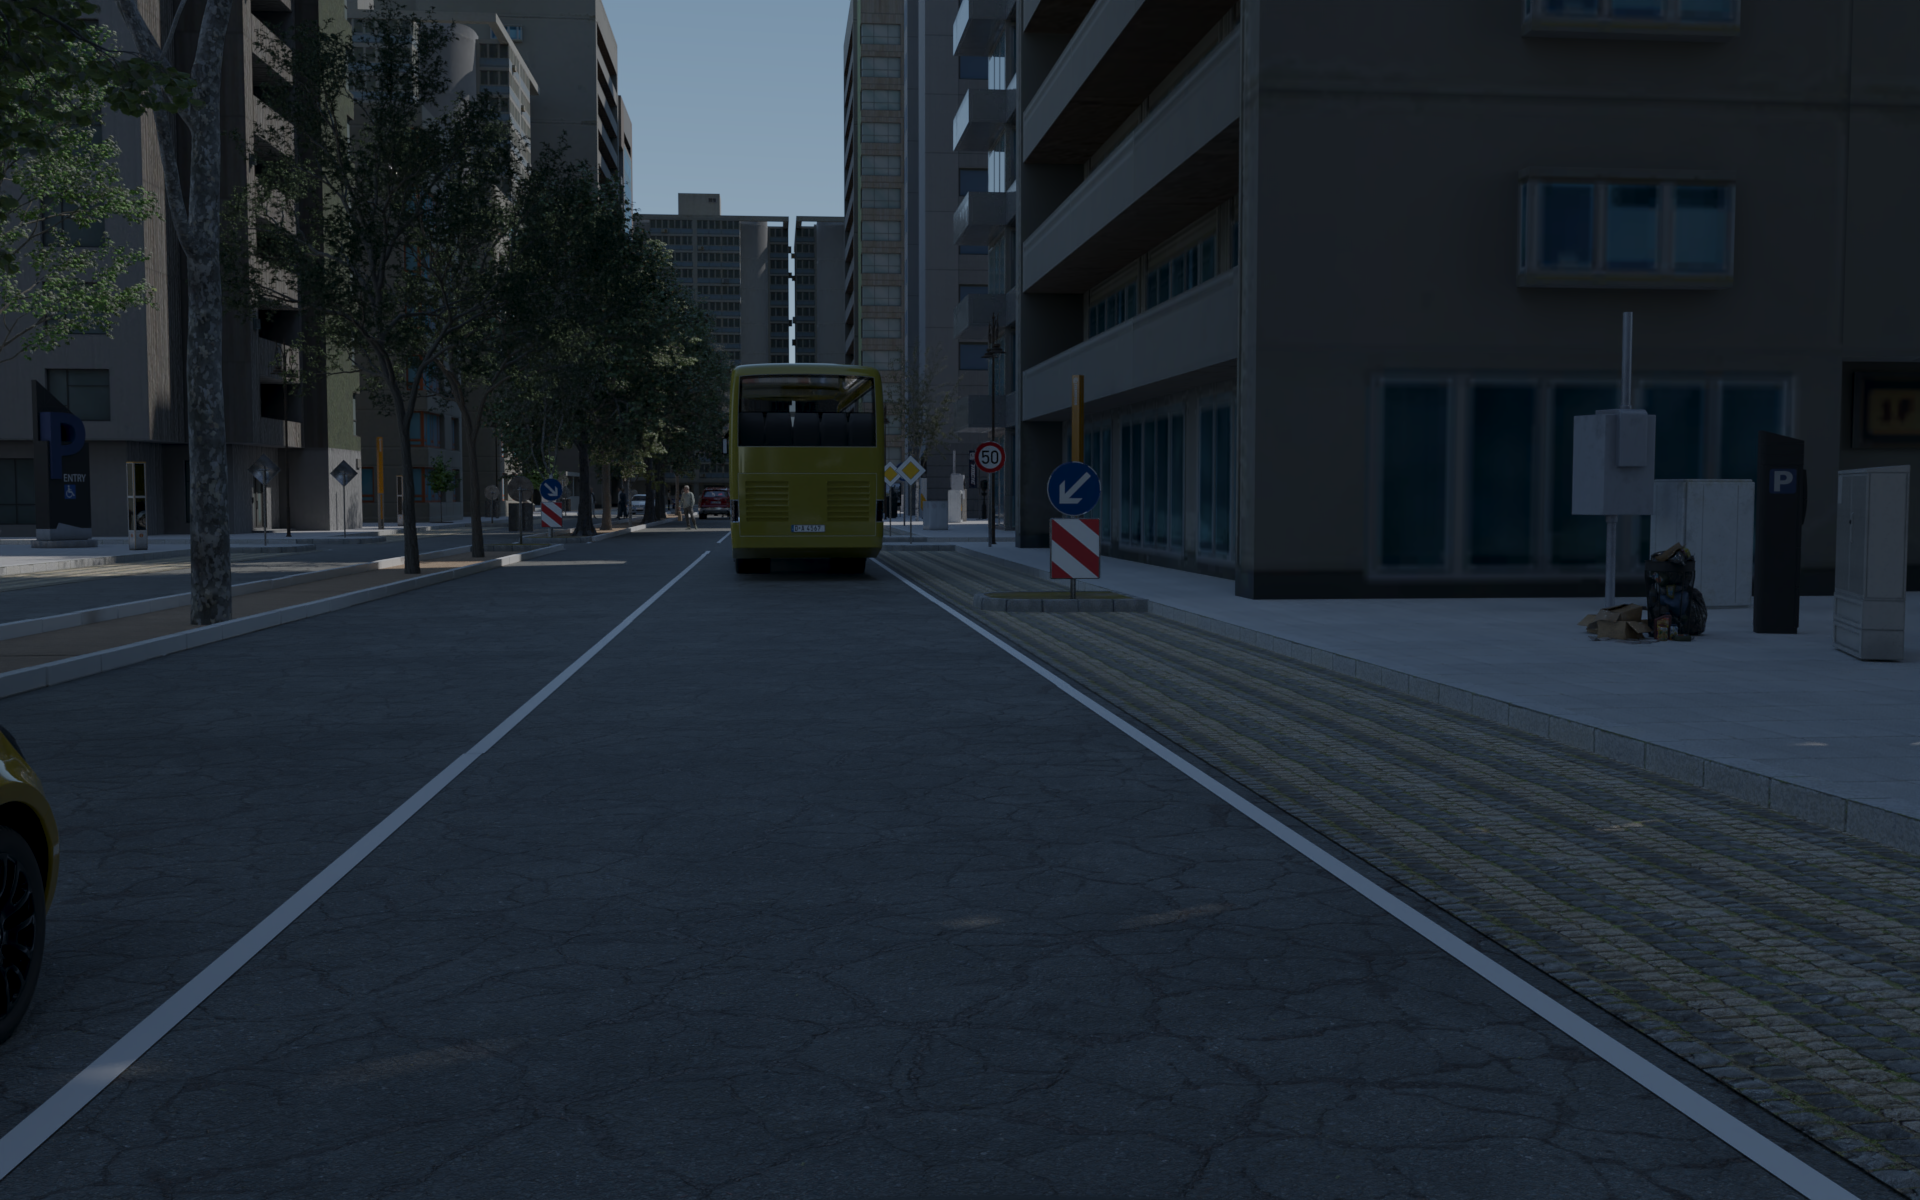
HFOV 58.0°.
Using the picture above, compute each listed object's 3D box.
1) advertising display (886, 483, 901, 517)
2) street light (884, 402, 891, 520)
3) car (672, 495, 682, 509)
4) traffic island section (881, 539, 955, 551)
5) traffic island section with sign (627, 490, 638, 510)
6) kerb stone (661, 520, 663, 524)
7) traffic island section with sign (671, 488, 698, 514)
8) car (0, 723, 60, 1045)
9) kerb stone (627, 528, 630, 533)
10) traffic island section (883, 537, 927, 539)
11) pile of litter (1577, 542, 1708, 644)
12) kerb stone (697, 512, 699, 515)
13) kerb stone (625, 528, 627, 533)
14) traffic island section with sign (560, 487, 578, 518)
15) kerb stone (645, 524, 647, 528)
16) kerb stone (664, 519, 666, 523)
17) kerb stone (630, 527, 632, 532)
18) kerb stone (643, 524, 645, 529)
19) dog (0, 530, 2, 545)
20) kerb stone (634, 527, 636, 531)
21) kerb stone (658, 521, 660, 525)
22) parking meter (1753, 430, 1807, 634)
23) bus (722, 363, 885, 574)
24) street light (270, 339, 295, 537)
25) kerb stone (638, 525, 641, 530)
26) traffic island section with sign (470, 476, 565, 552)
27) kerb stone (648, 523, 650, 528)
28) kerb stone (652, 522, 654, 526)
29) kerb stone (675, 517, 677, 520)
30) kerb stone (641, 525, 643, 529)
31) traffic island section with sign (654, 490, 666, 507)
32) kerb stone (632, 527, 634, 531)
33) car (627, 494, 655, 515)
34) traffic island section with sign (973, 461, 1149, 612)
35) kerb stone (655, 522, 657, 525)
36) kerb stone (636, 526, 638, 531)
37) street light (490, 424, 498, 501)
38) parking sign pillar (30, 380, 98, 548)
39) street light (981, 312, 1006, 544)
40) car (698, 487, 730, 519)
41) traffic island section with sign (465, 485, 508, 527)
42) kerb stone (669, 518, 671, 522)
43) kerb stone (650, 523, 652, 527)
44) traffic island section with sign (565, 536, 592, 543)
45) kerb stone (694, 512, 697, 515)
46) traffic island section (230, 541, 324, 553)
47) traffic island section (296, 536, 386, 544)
[{"bbox_3d":[-3.765,-5.654,97.653,0.974,1.923,0.123,1,4,23],"label":"advertising display"},{"bbox_3d":[-3.736,-6.962,86.617,0.468,5.910,1.993,0,4,-6],"label":"street light"},{"bbox_3d":[-26.938,-9.508,168.040,1.945,1.354,3.894,0,4,-4],"label":"car"},{"bbox_3d":[-1.246,-1.369,44.656,2.009,0.180,2.903,0,4,-6],"label":"traffic island section"},{"bbox_3d":[-28.578,-8.776,152.120,1.989,1.847,2.006,0,4,-6],"label":"traffic island section with sign"},{"bbox_3d":[-14.151,-3.610,81.217,0.120,0.150,1.000,0,4,-6],"label":"kerb stone"},{"bbox_3d":[-19.979,-7.204,125.917,2.006,1.907,1.989,0,4,-6],"label":"traffic island section with sign"},{"bbox_3d":[-3.209,0.429,3.214,2.015,1.641,3.980,0,4,-5],"label":"car"},{"bbox_3d":[-12.189,-2.488,62.875,0.120,0.150,1.000,0,4,-6],"label":"kerb stone"},{"bbox_3d":[-2.094,-1.854,52.597,2.009,0.180,2.903,0,4,-6],"label":"traffic island section"},{"bbox_3d":[6.120,-0.100,15.593,1.719,0.858,1.176,-3,5,-41],"label":"pile of litter"},{"bbox_3d":[-18.611,-6.164,122.992,0.120,0.150,1.000,0,4,-6],"label":"kerb stone"},{"bbox_3d":[-12.081,-2.426,61.854,0.120,0.150,1.000,0,4,-6],"label":"kerb stone"},{"bbox_3d":[-23.257,-5.723,102.201,1.989,1.847,2.006,0,4,-6],"label":"traffic island section with sign"},{"bbox_3d":[-13.056,-2.980,71.020,0.120,0.150,1.000,0,4,-6],"label":"kerb stone"},{"bbox_3d":[-14.364,-3.732,83.250,0.120,0.150,1.000,0,4,-6],"label":"kerb stone"},{"bbox_3d":[-12.300,-2.551,63.901,0.120,0.150,1.000,0,4,-6],"label":"kerb stone"},{"bbox_3d":[-12.953,-2.924,70.002,0.120,0.150,1.000,0,4,-6],"label":"kerb stone"},{"bbox_3d":[-24.690,-1.524,44.211,0.406,0.507,0.540,-2,4,-29],"label":"dog"},{"bbox_3d":[-12.523,-2.673,65.933,0.120,0.150,1.000,0,4,-6],"label":"kerb stone"},{"bbox_3d":[-13.934,-3.486,79.184,0.120,0.150,1.000,0,4,-6],"label":"kerb stone"},{"bbox_3d":[7.556,-0.626,15.950,0.399,1.863,0.255,1,4,16],"label":"parking meter"},{"bbox_3d":[-3.266,-2.605,34.144,2.896,3.916,12.252,0,4,-7],"label":"bus"},{"bbox_3d":[-20.111,-4.827,51.717,0.468,5.910,1.993,0,4,-6],"label":"street light"},{"bbox_3d":[-12.728,-2.800,67.968,0.120,0.150,1.000,0,4,-6],"label":"kerb stone"},{"bbox_3d":[-11.213,-2.183,43.836,2.006,1.907,1.989,0,4,-6],"label":"traffic island section with sign"},{"bbox_3d":[-13.272,-3.111,73.056,0.120,0.150,1.000,0,4,-6],"label":"kerb stone"},{"bbox_3d":[-13.493,-3.233,75.093,0.120,0.150,1.000,0,4,-6],"label":"kerb stone"},{"bbox_3d":[-15.348,-4.290,92.420,0.120,0.150,1.000,0,4,-6],"label":"kerb stone"},{"bbox_3d":[-12.838,-2.858,68.987,0.120,0.150,1.000,0,4,-6],"label":"kerb stone"},{"bbox_3d":[-31.441,-10.416,178.923,1.989,1.847,2.006,0,4,-6],"label":"traffic island section with sign"},{"bbox_3d":[-12.412,-2.613,64.917,0.120,0.150,1.000,0,4,-6],"label":"kerb stone"},{"bbox_3d":[-21.964,-6.600,119.915,2.014,1.417,4.499,0,4,-5],"label":"car"},{"bbox_3d":[1.201,-0.804,21.780,1.989,1.847,2.006,0,4,-6],"label":"traffic island section with sign"},{"bbox_3d":[-13.714,-3.359,77.131,0.120,0.150,1.000,0,4,-6],"label":"kerb stone"},{"bbox_3d":[-12.632,-2.735,66.951,0.120,0.150,1.000,0,4,-6],"label":"kerb stone"},{"bbox_3d":[-24.493,-7.262,91.515,0.468,5.910,1.993,0,4,-6],"label":"street light"},{"bbox_3d":[-21.516,-3.244,41.504,1.447,3.967,1.447,1,4,16],"label":"parking sign pillar"},{"bbox_3d":[0.848,-4.365,44.154,0.468,5.910,1.993,0,4,-6],"label":"street light"},{"bbox_3d":[-13.947,-5.571,99.758,2.281,1.827,5.304,0,4,-5],"label":"car"},{"bbox_3d":[-20.386,-4.084,75.398,1.989,1.847,2.006,0,4,-6],"label":"traffic island section with sign"},{"bbox_3d":[-14.800,-3.984,87.326,0.120,0.150,1.000,0,4,-6],"label":"kerb stone"},{"bbox_3d":[-13.382,-3.168,74.073,0.120,0.150,1.000,0,4,-6],"label":"kerb stone"},{"bbox_3d":[-11.990,-2.634,51.203,2.006,1.907,1.989,0,4,-6],"label":"traffic island section with sign"},{"bbox_3d":[-17.854,-5.729,115.860,0.120,0.150,1.000,0,4,-6],"label":"kerb stone"},{"bbox_3d":[-17.247,-1.265,42.959,2.009,0.180,2.903,0,4,-6],"label":"traffic island section"},{"bbox_3d":[-18.095,-1.750,50.899,2.009,0.180,2.903,0,4,-6],"label":"traffic island section"}]
